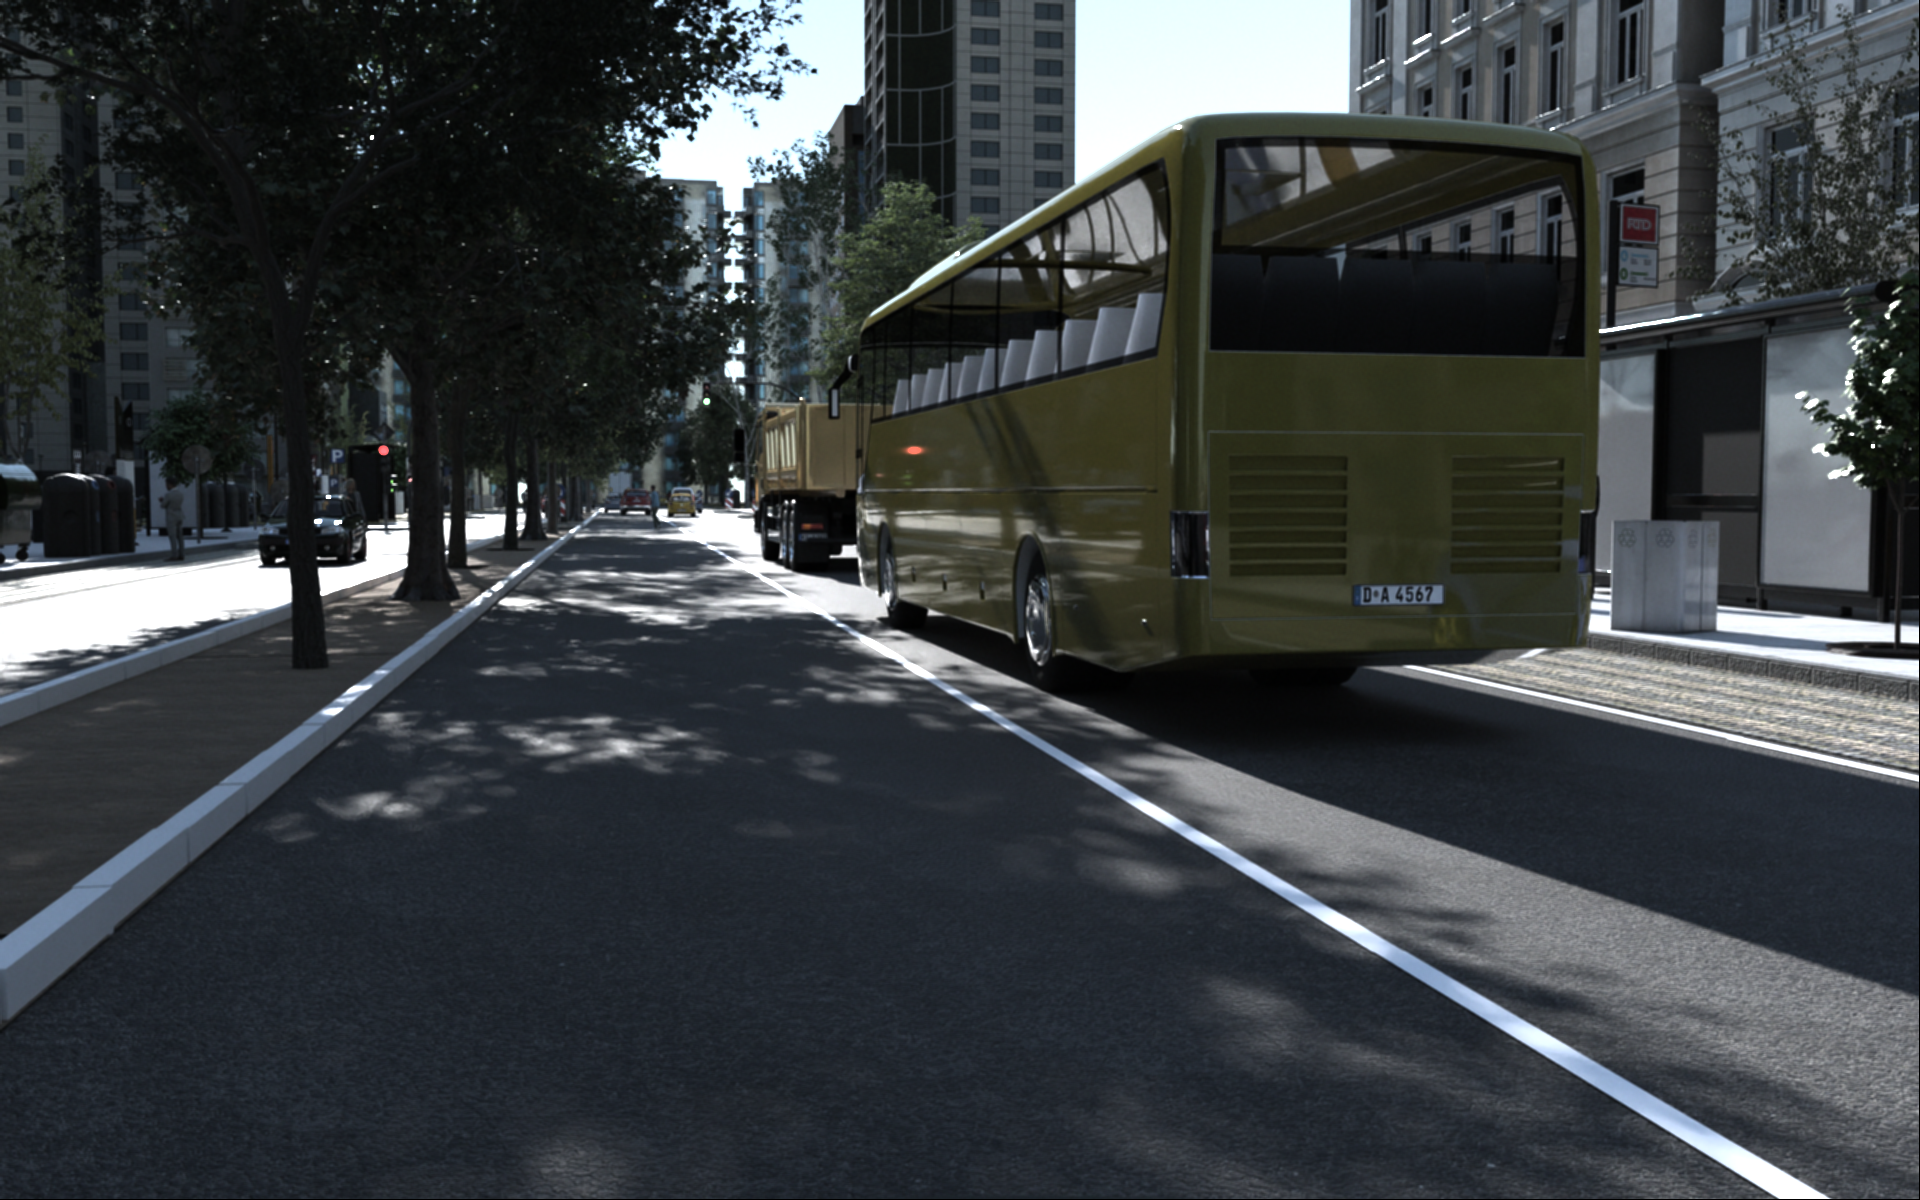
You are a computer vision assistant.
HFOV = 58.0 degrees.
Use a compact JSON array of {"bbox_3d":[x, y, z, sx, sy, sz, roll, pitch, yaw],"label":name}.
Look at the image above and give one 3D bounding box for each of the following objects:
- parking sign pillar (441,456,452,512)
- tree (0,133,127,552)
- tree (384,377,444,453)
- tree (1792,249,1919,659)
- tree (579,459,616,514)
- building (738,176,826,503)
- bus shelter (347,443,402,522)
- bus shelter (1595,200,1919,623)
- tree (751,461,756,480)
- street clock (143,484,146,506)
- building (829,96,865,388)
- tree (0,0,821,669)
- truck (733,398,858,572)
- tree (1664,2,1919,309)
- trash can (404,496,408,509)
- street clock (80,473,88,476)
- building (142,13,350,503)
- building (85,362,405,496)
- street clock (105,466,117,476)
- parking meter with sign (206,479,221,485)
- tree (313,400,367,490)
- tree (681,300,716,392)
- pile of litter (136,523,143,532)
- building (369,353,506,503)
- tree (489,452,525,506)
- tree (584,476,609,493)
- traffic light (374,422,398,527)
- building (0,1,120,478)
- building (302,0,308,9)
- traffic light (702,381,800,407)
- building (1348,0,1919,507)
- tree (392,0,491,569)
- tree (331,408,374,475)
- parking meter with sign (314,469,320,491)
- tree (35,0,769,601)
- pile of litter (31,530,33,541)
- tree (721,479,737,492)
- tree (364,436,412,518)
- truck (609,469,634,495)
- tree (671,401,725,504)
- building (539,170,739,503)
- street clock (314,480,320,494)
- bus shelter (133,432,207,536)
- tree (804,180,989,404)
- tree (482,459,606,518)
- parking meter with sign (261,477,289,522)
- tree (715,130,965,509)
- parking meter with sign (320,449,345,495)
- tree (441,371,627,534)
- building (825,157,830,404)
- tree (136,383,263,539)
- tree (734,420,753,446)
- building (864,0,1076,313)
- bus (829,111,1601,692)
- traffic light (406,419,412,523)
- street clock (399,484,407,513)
[{"bbox_3d":[-36.302,-8.258,123.495,1.447,3.967,1.447,2,4,32],"label":"parking sign pillar"},{"bbox_3d":[-19.534,-5.230,35.879,4.737,8.622,4.395,0,3,0],"label":"tree"},{"bbox_3d":[-32.426,-9.422,104.413,4.737,8.622,4.395,0,3,0],"label":"tree"},{"bbox_3d":[7.414,-1.175,13.817,1.663,3.219,1.824,0,3,0],"label":"tree"},{"bbox_3d":[-26.607,-12.750,121.296,12.009,13.543,11.850,0,3,0],"label":"tree"},{"bbox_3d":[-19.182,-39.400,263.805,30.456,49.044,23.786,-1,4,-11],"label":"building"},{"bbox_3d":[-27.649,-5.547,81.969,1.731,3.624,6.357,-1,4,-11],"label":"bus shelter"},{"bbox_3d":[9.160,-2.678,21.424,2.179,5.291,8.768,-1,4,-11],"label":"bus shelter"},{"bbox_3d":[-12.537,-8.159,117.119,4.285,4.588,4.351,0,3,0],"label":"tree"},{"bbox_3d":[-59.051,-7.405,125.644,0.358,2.002,0.471,-2,4,-23],"label":"street clock"},{"bbox_3d":[-7.089,-33.421,196.548,14.600,45.320,14.200,-1,4,-11],"label":"building"},{"bbox_3d":[-5.372,-4.731,14.228,8.767,10.594,7.601,-1,4,-11],"label":"tree"},{"bbox_3d":[-2.650,-2.436,35.749,3.469,3.379,9.791,-1,4,-12],"label":"truck"},{"bbox_3d":[12.830,-4.585,25.331,4.360,8.622,3.978,0,3,0],"label":"tree"},{"bbox_3d":[-46.762,-8.199,145.703,0.748,1.137,0.748,0,3,0],"label":"trash can"},{"bbox_3d":[-30.111,-3.361,59.521,0.471,2.002,0.358,-2,4,-28],"label":"street clock"},{"bbox_3d":[-62.096,-28.622,151.564,14.154,41.232,14.086,-1,4,-11],"label":"building"},{"bbox_3d":[-79.649,-53.745,191.408,31.000,86.520,22.319,-1,4,-11],"label":"building"},{"bbox_3d":[-21.967,-2.472,44.985,0.358,2.002,0.471,0,4,1],"label":"street clock"},{"bbox_3d":[-33.768,-5.018,78.301,0.543,3.016,1.738,0,4,0],"label":"parking meter with sign"},{"bbox_3d":[-47.281,-11.141,132.518,4.737,8.622,4.395,0,3,0],"label":"tree"},{"bbox_3d":[-17.884,-17.886,148.322,12.611,20.169,13.585,0,3,0],"label":"tree"},{"bbox_3d":[-28.391,-2.749,58.914,1.176,0.858,1.719,3,4,36],"label":"pile of litter"},{"bbox_3d":[-79.770,-38.670,251.863,30.456,49.044,23.786,-1,4,-11],"label":"building"},{"bbox_3d":[-47.188,-14.068,180.370,4.737,8.622,4.395,0,3,0],"label":"tree"},{"bbox_3d":[-29.660,-11.327,138.015,4.737,8.622,4.395,0,3,0],"label":"tree"},{"bbox_3d":[-22.462,-4.820,67.725,0.839,4.253,0.868,-1,4,-11],"label":"traffic light"},{"bbox_3d":[-105.204,-45.849,187.877,20.611,71.187,20.563,-1,4,-11],"label":"building"},{"bbox_3d":[-69.494,-44.616,167.722,20.563,71.187,20.611,-1,4,-11],"label":"building"},{"bbox_3d":[-8.049,-5.855,70.400,4.771,5.953,1.251,-1,4,-11],"label":"traffic light"},{"bbox_3d":[21.197,-16.232,51.305,13.634,28.700,20.117,-1,4,-11],"label":"building"},{"bbox_3d":[-9.537,-6.400,32.861,9.928,11.665,9.643,0,3,0],"label":"tree"},{"bbox_3d":[-50.602,-11.886,144.702,4.360,8.622,3.978,0,3,0],"label":"tree"},{"bbox_3d":[-44.688,-7.548,119.669,1.738,3.016,0.543,3,5,41],"label":"parking meter with sign"},{"bbox_3d":[-7.249,-6.347,23.237,9.611,12.733,9.660,0,3,0],"label":"tree"},{"bbox_3d":[-25.767,-2.083,48.026,1.176,0.858,1.719,-2,4,-27],"label":"pile of litter"},{"bbox_3d":[-23.676,-11.198,177.682,1.663,3.219,1.824,0,3,0],"label":"tree"},{"bbox_3d":[-30.747,-6.687,93.050,4.285,4.588,4.351,0,3,0],"label":"tree"},{"bbox_3d":[-39.457,-13.011,201.647,2.839,4.237,11.283,-1,4,-9],"label":"truck"},{"bbox_3d":[-33.338,-19.562,226.500,9.857,13.997,8.962,0,3,0],"label":"tree"},{"bbox_3d":[-49.491,-39.037,257.856,30.456,49.044,23.786,-1,4,-11],"label":"building"},{"bbox_3d":[-34.289,-5.366,92.309,0.358,2.002,0.471,-1,4,-13],"label":"street clock"},{"bbox_3d":[-24.580,-3.760,55.398,2.014,3.302,5.546,-1,4,-11],"label":"bus shelter"},{"bbox_3d":[-1.843,-8.900,63.648,7.486,12.596,7.792,0,3,0],"label":"tree"},{"bbox_3d":[-23.003,-11.791,101.898,9.857,13.997,8.962,0,3,0],"label":"tree"},{"bbox_3d":[-31.031,-5.067,79.108,1.738,3.016,0.543,0,4,-4],"label":"parking meter with sign"},{"bbox_3d":[-5.666,-14.242,88.738,12.611,20.169,13.585,0,3,0],"label":"tree"},{"bbox_3d":[-23.852,-4.270,66.069,0.543,3.016,1.738,-1,4,-11],"label":"parking meter with sign"},{"bbox_3d":[-14.924,-8.688,62.627,7.486,12.596,7.792,0,3,0],"label":"tree"},{"bbox_3d":[-9.497,-32.232,210.586,14.154,41.232,14.086,-1,4,-11],"label":"building"},{"bbox_3d":[-21.933,-4.037,49.727,4.285,4.588,4.351,0,3,0],"label":"tree"},{"bbox_3d":[-26.095,-16.141,189.662,9.928,11.665,9.643,0,3,0],"label":"tree"},{"bbox_3d":[-0.566,-45.318,179.203,20.563,71.187,20.611,-1,4,-11],"label":"building"},{"bbox_3d":[1.114,-1.465,15.498,2.896,3.916,12.252,-1,4,-12],"label":"bus"},{"bbox_3d":[-21.955,-6.197,75.995,4.771,5.953,1.251,-1,4,-11],"label":"traffic light"},{"bbox_3d":[-37.185,-6.798,115.718,0.358,2.002,0.471,3,5,44],"label":"street clock"}]
